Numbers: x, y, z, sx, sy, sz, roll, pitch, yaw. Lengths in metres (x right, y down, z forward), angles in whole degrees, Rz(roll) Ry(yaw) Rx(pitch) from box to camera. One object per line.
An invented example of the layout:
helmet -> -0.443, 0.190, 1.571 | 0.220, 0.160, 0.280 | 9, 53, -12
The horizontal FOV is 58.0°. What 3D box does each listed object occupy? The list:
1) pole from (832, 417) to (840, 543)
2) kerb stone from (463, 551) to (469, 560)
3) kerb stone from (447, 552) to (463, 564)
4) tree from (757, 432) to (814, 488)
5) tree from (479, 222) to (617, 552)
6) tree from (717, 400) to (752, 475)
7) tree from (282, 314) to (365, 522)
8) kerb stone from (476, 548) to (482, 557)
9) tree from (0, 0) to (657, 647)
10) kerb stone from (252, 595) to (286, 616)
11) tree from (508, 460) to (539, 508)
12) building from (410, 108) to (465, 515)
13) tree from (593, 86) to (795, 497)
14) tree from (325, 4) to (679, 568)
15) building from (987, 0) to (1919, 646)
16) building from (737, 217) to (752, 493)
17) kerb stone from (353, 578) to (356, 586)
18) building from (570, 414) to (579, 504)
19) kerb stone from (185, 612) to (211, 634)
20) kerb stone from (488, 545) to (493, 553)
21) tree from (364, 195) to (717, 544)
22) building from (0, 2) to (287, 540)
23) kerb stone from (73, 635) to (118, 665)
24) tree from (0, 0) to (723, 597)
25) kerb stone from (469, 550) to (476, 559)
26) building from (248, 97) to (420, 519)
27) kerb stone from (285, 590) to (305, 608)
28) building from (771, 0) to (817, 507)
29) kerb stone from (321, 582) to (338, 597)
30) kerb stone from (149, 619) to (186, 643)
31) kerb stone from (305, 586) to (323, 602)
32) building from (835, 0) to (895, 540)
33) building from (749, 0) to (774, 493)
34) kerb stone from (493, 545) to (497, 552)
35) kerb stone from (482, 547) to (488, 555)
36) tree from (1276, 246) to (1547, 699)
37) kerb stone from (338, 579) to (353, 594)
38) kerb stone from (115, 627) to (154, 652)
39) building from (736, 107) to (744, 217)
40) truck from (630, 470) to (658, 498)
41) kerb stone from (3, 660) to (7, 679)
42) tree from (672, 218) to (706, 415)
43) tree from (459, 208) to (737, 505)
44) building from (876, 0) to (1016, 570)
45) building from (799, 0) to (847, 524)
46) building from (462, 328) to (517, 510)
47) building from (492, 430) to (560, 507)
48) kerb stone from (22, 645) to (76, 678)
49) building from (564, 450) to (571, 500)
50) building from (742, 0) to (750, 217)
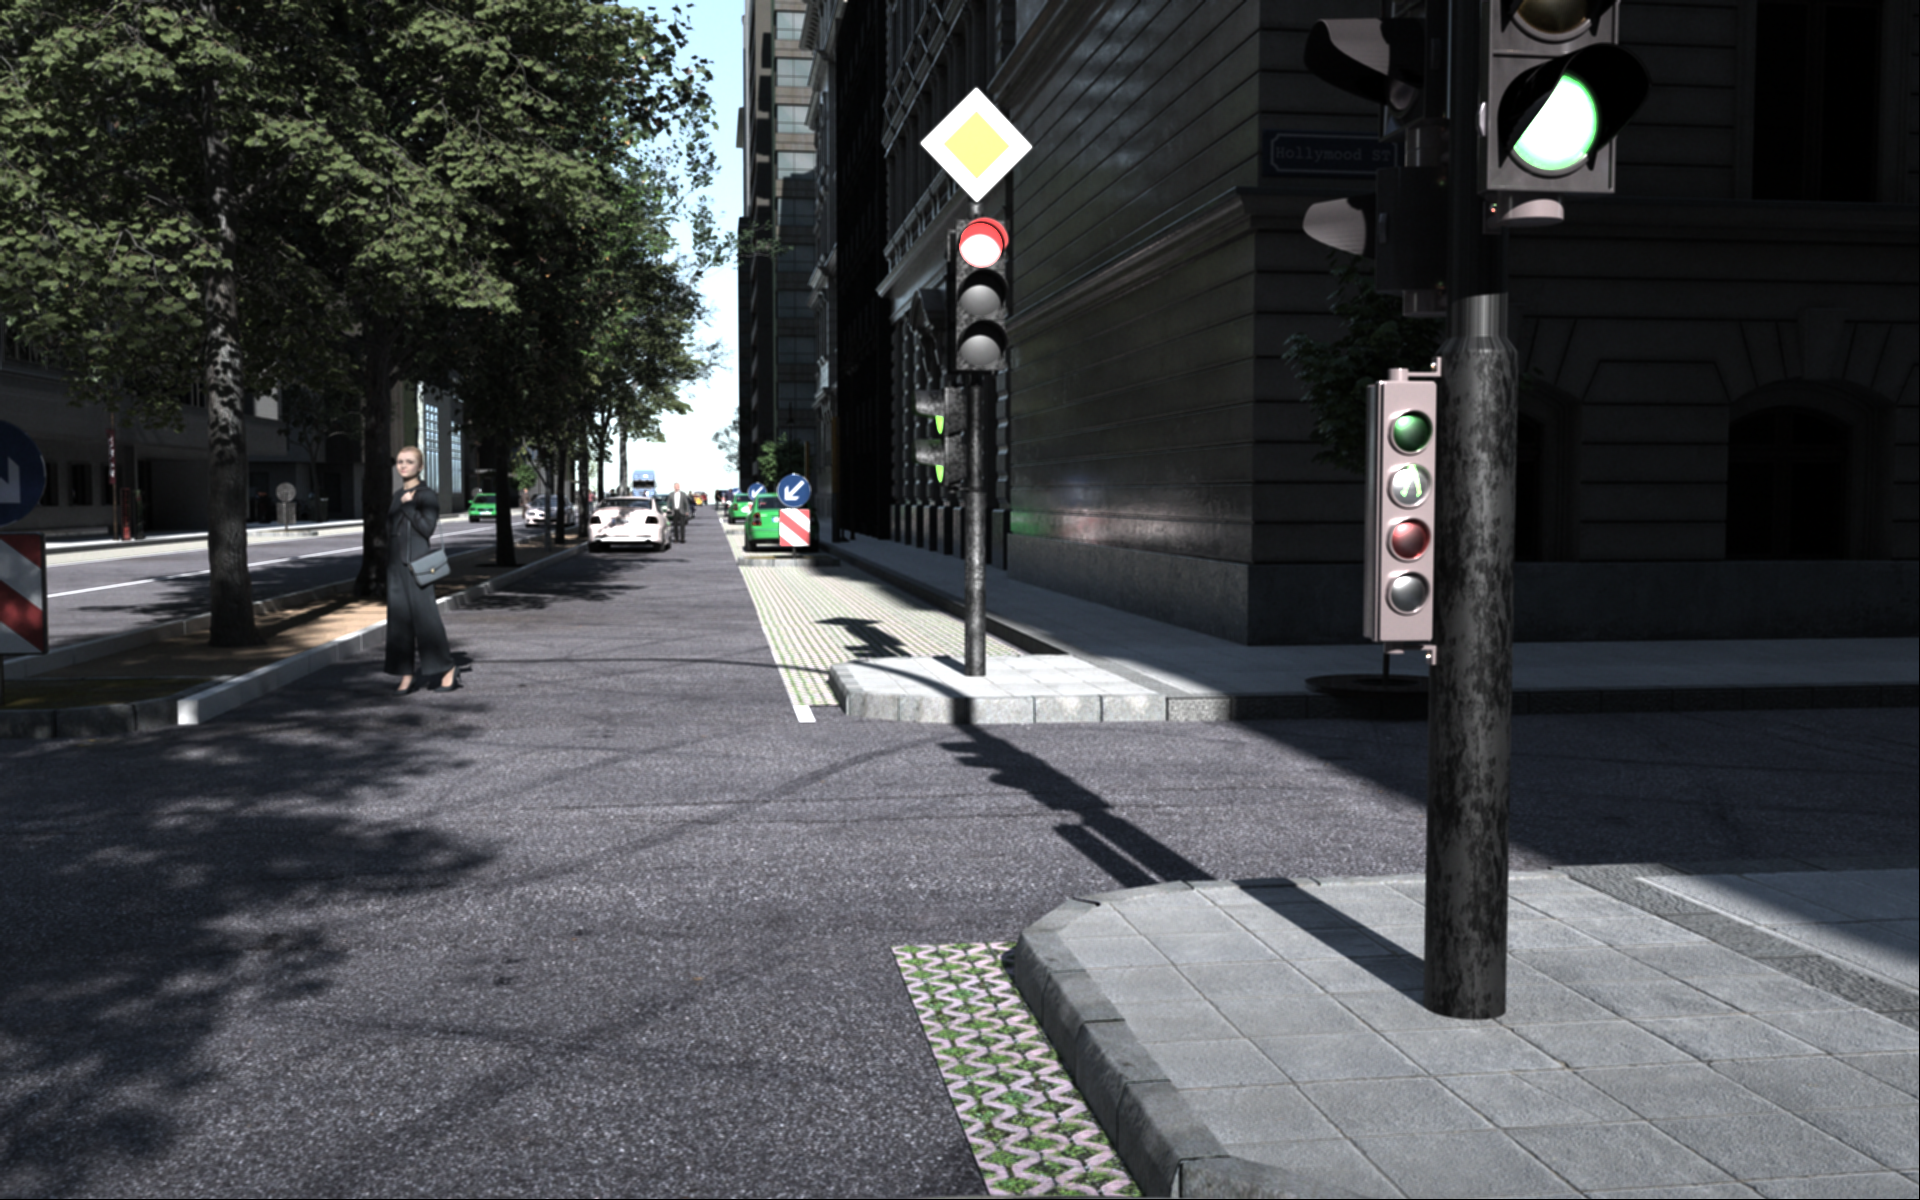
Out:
pole -> -3.272, -3.171, 45.687 | 0.158, 3.312, 0.155 | 0, 3, 0
kerb stone -> -10.757, -0.925, 37.315 | 0.120, 0.150, 1.000 | -1, 4, -8
kerb stone -> -10.607, -0.862, 36.297 | 0.120, 0.150, 1.000 | -1, 4, -8
tree -> -9.197, -6.605, 91.704 | 4.285, 4.588, 4.351 | 0, 3, 0
tree -> -10.192, -5.486, 42.514 | 4.737, 8.622, 4.395 | 0, 3, 0
tree -> -20.071, -14.429, 170.332 | 8.767, 10.594, 7.601 | -2, 4, -28
tree -> -29.216, -8.792, 78.160 | 7.601, 10.594, 8.767 | 2, 4, 35
kerb stone -> -11.056, -1.049, 39.354 | 0.120, 0.150, 1.000 | -1, 4, -8
tree -> -6.664, -5.805, 15.498 | 7.486, 12.596, 7.792 | 0, 3, 0
kerb stone -> -8.414, 0.072, 21.048 | 0.120, 0.150, 1.000 | -1, 4, -8
tree -> -40.388, -10.743, 159.363 | 4.285, 4.588, 4.351 | 0, 3, 0
building -> -43.969, -48.800, 110.560 | 22.319, 86.520, 31.000 | -1, 4, -8
tree -> -14.246, -13.495, 78.996 | 12.611, 20.169, 13.585 | 0, 3, 0
tree -> -9.070, -6.461, 33.855 | 9.928, 11.665, 9.643 | 0, 3, 0
building -> 18.447, -12.372, 21.362 | 34.723, 24.649, 14.460 | -1, 4, -8
building -> -16.371, -25.156, 182.998 | 14.160, 30.474, 14.107 | -1, 4, -8
kerb stone -> -9.152, -0.238, 26.130 | 0.120, 0.150, 1.000 | -1, 4, -8
building -> -59.828, -34.645, 221.069 | 22.147, 44.769, 28.867 | -1, 4, -8
kerb stone -> -7.970, 0.261, 18.007 | 0.120, 0.150, 1.000 | -1, 4, -8
kerb stone -> -11.349, -1.174, 41.383 | 0.120, 0.150, 1.000 | -1, 4, -8
tree -> -11.362, -6.834, 48.608 | 8.767, 10.594, 7.601 | -1, 4, -8
building -> -31.474, -14.275, 52.457 | 14.314, 24.678, 30.058 | -1, 4, -8
kerb stone -> -7.529, 0.442, 14.962 | 0.120, 0.150, 1.000 | -1, 4, -8
tree -> -8.160, -6.394, 24.000 | 9.611, 12.733, 9.660 | 0, 3, 0
kerb stone -> -10.906, -0.988, 38.343 | 0.120, 0.150, 1.000 | -1, 4, -8
building -> -36.912, -19.501, 90.541 | 14.160, 30.474, 14.107 | -1, 4, -8
kerb stone -> -8.557, 0.008, 22.068 | 0.120, 0.150, 1.000 | -1, 4, -8
building -> -4.171, -25.643, 102.850 | 14.154, 41.232, 14.086 | -1, 4, -8
kerb stone -> -8.856, -0.116, 24.095 | 0.120, 0.150, 1.000 | -1, 4, -8
kerb stone -> -7.828, 0.319, 16.984 | 0.120, 0.150, 1.000 | -1, 4, -8
kerb stone -> -8.703, -0.050, 23.080 | 0.120, 0.150, 1.000 | -1, 4, -8
building -> 2.672, -13.879, 56.595 | 12.332, 23.373, 15.834 | -1, 4, -8
building -> -7.450, -32.320, 152.135 | 21.300, 48.544, 21.600 | -1, 4, -8
kerb stone -> -11.493, -1.235, 42.395 | 0.120, 0.150, 1.000 | -1, 4, -8
kerb stone -> -11.199, -1.108, 40.373 | 0.120, 0.150, 1.000 | -1, 4, -8
tree -> 2.924, -1.018, 11.239 | 1.663, 3.219, 1.824 | 0, 3, 0
kerb stone -> -8.999, -0.178, 25.113 | 0.120, 0.150, 1.000 | -1, 4, -8
kerb stone -> -7.680, 0.382, 15.973 | 0.120, 0.150, 1.000 | -1, 4, -8
building -> -15.280, -39.346, 232.552 | 28.713, 52.752, 27.495 | -1, 4, -8
truck -> -35.787, -12.708, 197.532 | 2.967, 4.110, 18.799 | -1, 4, -8
kerb stone -> -7.239, 0.567, 12.931 | 0.120, 0.150, 1.000 | -1, 4, -8
tree -> -12.170, -8.291, 56.139 | 7.486, 12.596, 7.792 | 0, 3, 0
tree -> -13.725, -9.357, 65.817 | 12.009, 13.543, 11.850 | 0, 3, 0
building -> 4.146, -12.804, 38.224 | 11.050, 23.489, 19.941 | -1, 4, -8
building -> 0.441, -17.663, 76.187 | 14.401, 28.519, 23.554 | -1, 4, -8
building -> -51.399, -33.699, 140.215 | 28.713, 52.752, 27.495 | -1, 4, -8
building -> -53.432, -38.921, 178.351 | 21.231, 58.520, 28.212 | -1, 4, -8
kerb stone -> -7.386, 0.505, 13.942 | 0.120, 0.150, 1.000 | -1, 4, -8
building -> -52.956, -26.233, 200.614 | 14.160, 30.474, 14.107 | -1, 4, -8
building -> -14.787, -40.472, 203.709 | 21.231, 58.520, 28.212 | -1, 4, -8
